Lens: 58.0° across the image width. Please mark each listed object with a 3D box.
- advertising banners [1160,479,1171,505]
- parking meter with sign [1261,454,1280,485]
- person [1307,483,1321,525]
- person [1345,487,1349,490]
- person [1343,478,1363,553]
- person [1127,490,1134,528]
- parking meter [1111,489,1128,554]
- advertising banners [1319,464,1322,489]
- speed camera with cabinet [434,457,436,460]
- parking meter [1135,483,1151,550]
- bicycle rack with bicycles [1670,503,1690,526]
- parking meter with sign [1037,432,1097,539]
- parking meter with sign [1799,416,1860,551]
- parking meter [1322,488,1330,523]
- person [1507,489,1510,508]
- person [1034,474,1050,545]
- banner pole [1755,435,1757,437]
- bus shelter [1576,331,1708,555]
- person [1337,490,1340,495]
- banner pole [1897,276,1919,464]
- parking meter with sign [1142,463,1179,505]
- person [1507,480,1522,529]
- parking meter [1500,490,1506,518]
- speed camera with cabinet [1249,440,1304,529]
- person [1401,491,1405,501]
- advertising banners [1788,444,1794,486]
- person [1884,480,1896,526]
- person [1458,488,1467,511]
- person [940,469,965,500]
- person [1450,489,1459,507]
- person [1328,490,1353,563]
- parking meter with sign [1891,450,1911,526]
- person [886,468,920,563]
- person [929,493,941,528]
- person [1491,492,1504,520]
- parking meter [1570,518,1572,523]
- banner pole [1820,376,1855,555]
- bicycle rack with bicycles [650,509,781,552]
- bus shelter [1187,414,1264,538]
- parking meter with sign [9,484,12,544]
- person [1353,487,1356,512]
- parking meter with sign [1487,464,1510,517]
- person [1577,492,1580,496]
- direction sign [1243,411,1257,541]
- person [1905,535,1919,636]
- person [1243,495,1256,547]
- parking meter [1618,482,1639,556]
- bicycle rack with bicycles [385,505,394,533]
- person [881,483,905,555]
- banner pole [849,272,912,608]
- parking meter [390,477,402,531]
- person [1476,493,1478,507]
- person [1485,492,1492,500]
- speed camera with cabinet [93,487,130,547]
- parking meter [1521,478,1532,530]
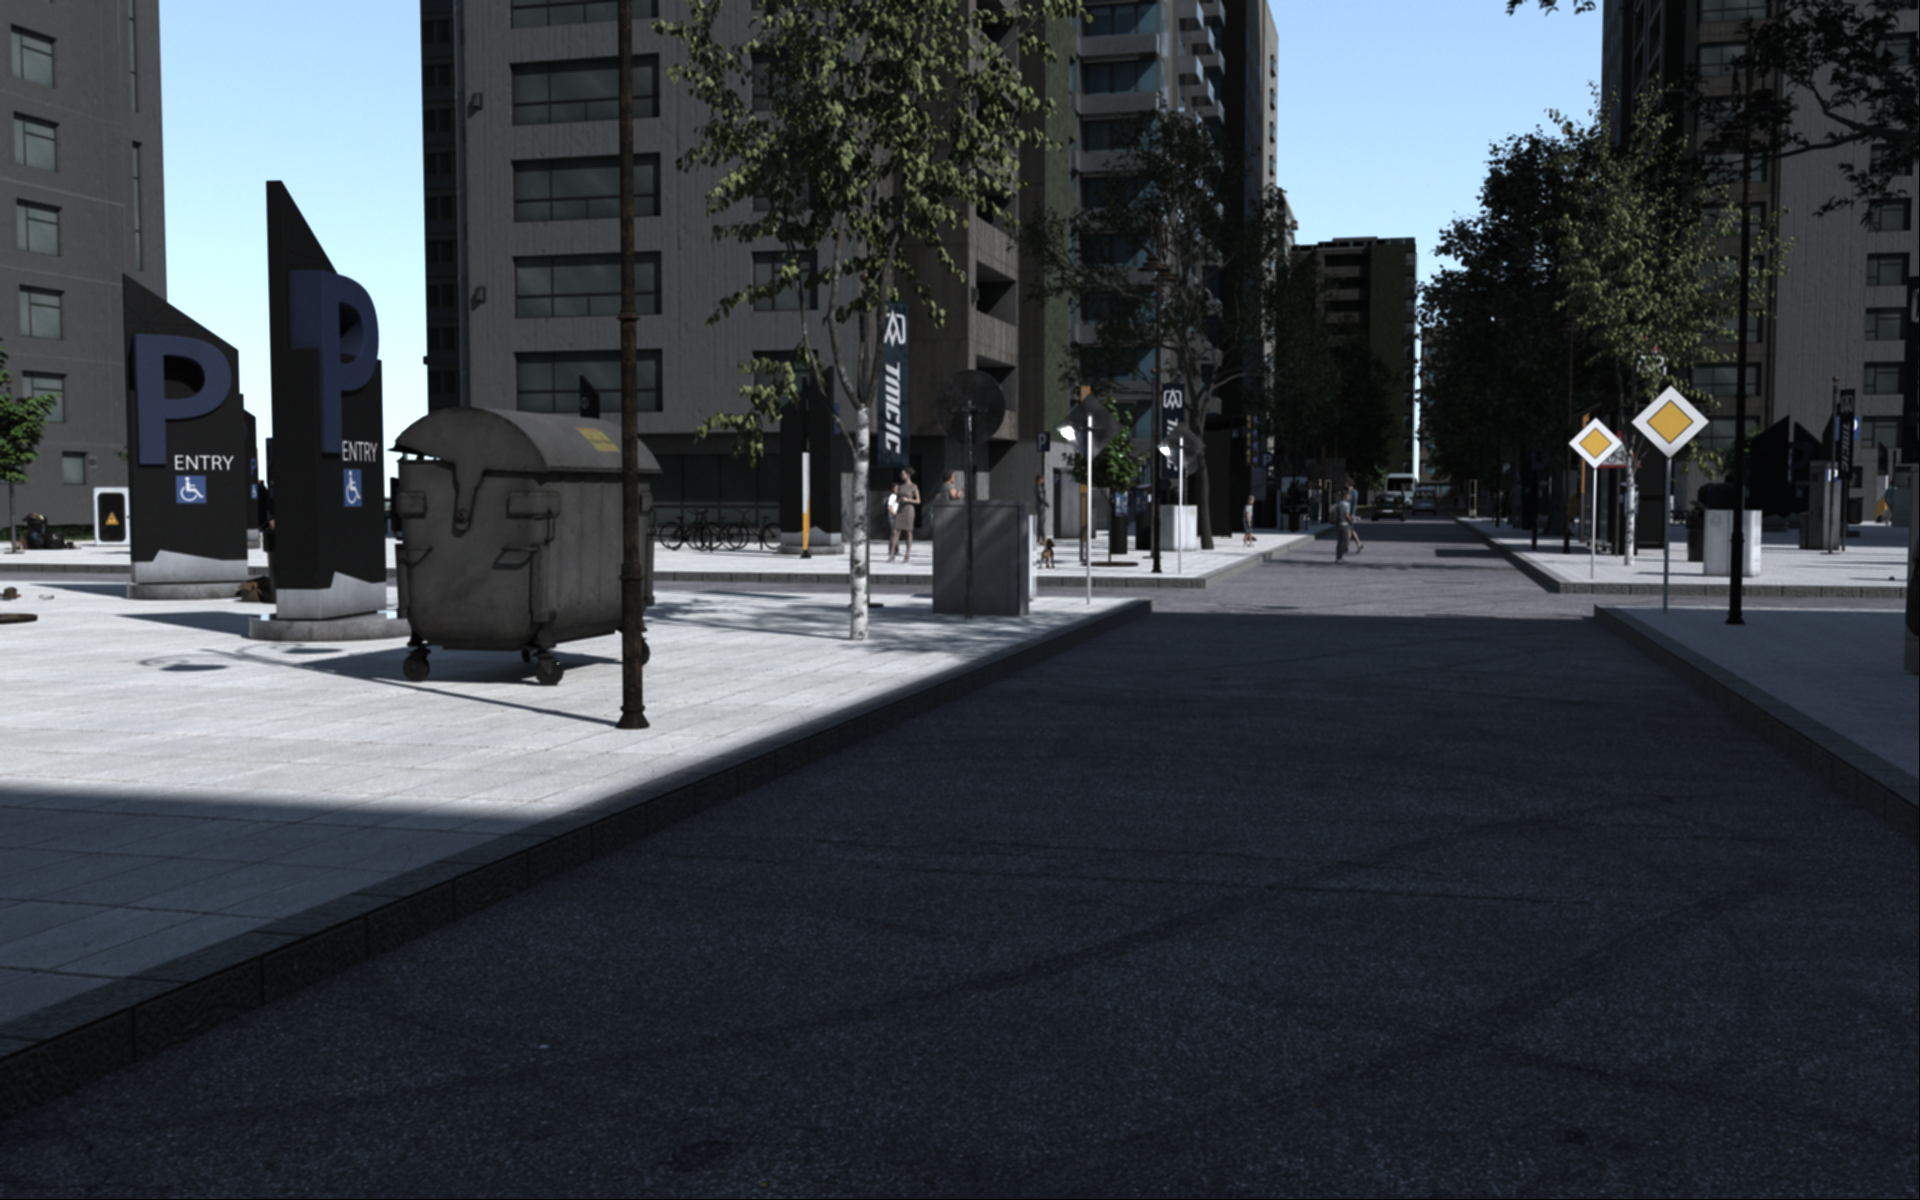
[{"bbox_3d":[7.707,-4.236,65.440,0.090,3.025,2.074,2,4,24],"label":"advertising banners"},{"bbox_3d":[13.713,-4.860,75.723,0.543,3.016,1.738,2,4,29],"label":"parking meter with sign"},{"bbox_3d":[14.782,-4.008,72.240,0.598,1.740,0.731,0,4,7],"label":"person"},{"bbox_3d":[25.074,-6.436,111.994,0.721,1.735,1.217,-3,5,-40],"label":"person"},{"bbox_3d":[9.479,-2.042,41.914,0.654,1.822,0.581,0,4,-1],"label":"person"},{"bbox_3d":[6.324,-3.597,65.693,0.563,1.720,0.643,1,4,20],"label":"person"},{"bbox_3d":[3.386,-1.745,36.941,0.372,1.533,0.369,0,3,0],"label":"parking meter"},{"bbox_3d":[19.850,-6.257,98.489,2.074,3.025,0.090,-2,4,-30],"label":"advertising banners"},{"bbox_3d":[-19.673,-4.386,66.044,0.660,3.252,2.038,-2,4,-28],"label":"speed camera with cabinet"},{"bbox_3d":[4.236,-1.927,39.920,0.372,1.533,0.369,0,3,0],"label":"parking meter"},{"bbox_3d":[28.456,-3.501,70.625,2.925,0.926,2.852,1,4,16],"label":"bicycle rack with bicycles"},{"bbox_3d":[3.060,-3.241,49.245,1.738,3.016,0.543,-2,4,-30],"label":"parking meter with sign"},{"bbox_3d":[19.822,-2.653,39.639,0.543,3.016,1.738,0,4,-1],"label":"parking meter with sign"},{"bbox_3d":[16.226,-4.191,76.938,0.372,1.533,0.369,0,3,0],"label":"parking meter"},{"bbox_3d":[42.289,-7.781,133.287,1.348,1.821,0.705,2,4,27],"label":"person"},{"bbox_3d":[2.141,-2.303,43.966,0.573,1.790,0.520,-1,4,-21],"label":"person"},{"bbox_3d":[33.677,-5.080,73.070,0.401,3.779,0.863,0,4,-7],"label":"banner pole"},{"bbox_3d":[15.653,-3.839,40.407,2.179,5.291,8.768,1,4,15],"label":"bus shelter"},{"bbox_3d":[37.780,-10.117,172.247,0.721,1.735,1.217,-1,4,-19],"label":"person"},{"bbox_3d":[9.891,-1.673,17.368,0.863,3.779,0.401,3,4,37],"label":"banner pole"},{"bbox_3d":[9.296,-5.120,79.977,1.738,3.016,0.543,1,4,9],"label":"parking meter with sign"},{"bbox_3d":[20.649,-3.546,64.146,0.709,1.813,0.853,1,4,11],"label":"person"},{"bbox_3d":[28.986,-5.145,92.532,0.372,1.533,0.369,0,3,0],"label":"parking meter"},{"bbox_3d":[11.547,-4.218,63.303,2.038,3.252,0.660,1,4,10],"label":"speed camera with cabinet"},{"bbox_3d":[38.006,-8.528,148.864,0.436,1.711,0.756,0,4,7],"label":"person"},{"bbox_3d":[28.389,-3.940,60.600,2.074,3.025,0.090,-1,4,-23],"label":"advertising banners"},{"bbox_3d":[37.827,-3.945,70.408,0.748,1.841,0.638,-1,4,-11],"label":"person"},{"bbox_3d":[38.545,-7.720,132.926,0.621,1.740,0.551,3,4,36],"label":"person"},{"bbox_3d":[-0.092,-1.754,35.080,0.532,1.782,0.716,-2,4,-26],"label":"person"},{"bbox_3d":[49.091,-10.110,171.443,1.348,1.812,0.705,0,4,1],"label":"person"},{"bbox_3d":[7.932,-1.524,36.006,0.503,1.515,0.523,2,4,35],"label":"person"},{"bbox_3d":[37.968,-4.431,68.709,1.738,3.016,0.543,2,4,26],"label":"parking meter with sign"},{"bbox_3d":[-1.066,-1.588,32.351,0.599,1.781,0.374,2,4,27],"label":"person"},{"bbox_3d":[-0.488,-1.688,37.916,0.425,1.301,0.394,2,4,26],"label":"person"},{"bbox_3d":[26.964,-4.950,86.934,0.822,1.834,0.622,-1,4,-17],"label":"person"},{"bbox_3d":[27.456,-4.431,78.159,0.399,1.863,0.255,3,5,44],"label":"parking meter"},{"bbox_3d":[18.588,-2.848,36.576,0.401,3.779,0.863,-1,4,-10],"label":"banner pole"},{"bbox_3d":[-5.836,-1.607,39.653,2.925,0.926,2.852,2,4,33],"label":"bicycle rack with bicycles"},{"bbox_3d":[8.279,-3.828,53.870,1.731,3.624,6.357,1,4,15],"label":"bus shelter"},{"bbox_3d":[-25.188,-2.934,44.236,1.738,3.016,0.543,-2,4,-29],"label":"parking meter with sign"},{"bbox_3d":[28.201,-7.228,124.199,0.705,1.826,1.348,-1,4,-12],"label":"person"},{"bbox_3d":[29.979,-6.122,96.361,1.738,3.016,0.543,-3,5,-44],"label":"parking meter with sign"},{"bbox_3d":[46.444,-7.492,129.251,0.721,1.736,1.217,-3,5,-43],"label":"person"},{"bbox_3d":[7.994,-3.401,47.602,0.379,3.537,0.876,2,4,29],"label":"direction sign"},{"bbox_3d":[5.698,-0.211,9.609,0.709,1.813,0.853,0,4,4],"label":"person"},{"bbox_3d":[7.065,-1.931,42.302,0.332,1.250,0.352,-2,4,-34],"label":"person"},{"bbox_3d":[13.960,-1.697,36.157,0.372,1.533,0.369,0,3,0],"label":"parking meter"},{"bbox_3d":[-19.639,-2.632,56.413,2.852,0.926,2.925,0,4,-2],"label":"bicycle rack with bicycles"},{"bbox_3d":[-1.370,-1.698,36.401,0.523,1.515,0.503,-1,4,-15],"label":"person"},{"bbox_3d":[-0.888,-1.819,19.754,0.863,3.779,0.401,-3,4,-39],"label":"banner pole"},{"bbox_3d":[-19.505,-3.322,60.030,0.255,1.863,0.399,3,5,40],"label":"parking meter"},{"bbox_3d":[51.377,-10.143,172.805,0.541,1.710,0.530,2,4,32],"label":"person"},{"bbox_3d":[36.332,-6.823,117.563,1.348,1.831,0.705,3,5,41],"label":"person"},{"bbox_3d":[-20.133,-2.945,42.480,2.038,3.252,0.660,0,3,0],"label":"speed camera with cabinet"},{"bbox_3d":[20.251,-3.430,61.787,0.399,1.863,0.255,2,4,35],"label":"parking meter"}]
